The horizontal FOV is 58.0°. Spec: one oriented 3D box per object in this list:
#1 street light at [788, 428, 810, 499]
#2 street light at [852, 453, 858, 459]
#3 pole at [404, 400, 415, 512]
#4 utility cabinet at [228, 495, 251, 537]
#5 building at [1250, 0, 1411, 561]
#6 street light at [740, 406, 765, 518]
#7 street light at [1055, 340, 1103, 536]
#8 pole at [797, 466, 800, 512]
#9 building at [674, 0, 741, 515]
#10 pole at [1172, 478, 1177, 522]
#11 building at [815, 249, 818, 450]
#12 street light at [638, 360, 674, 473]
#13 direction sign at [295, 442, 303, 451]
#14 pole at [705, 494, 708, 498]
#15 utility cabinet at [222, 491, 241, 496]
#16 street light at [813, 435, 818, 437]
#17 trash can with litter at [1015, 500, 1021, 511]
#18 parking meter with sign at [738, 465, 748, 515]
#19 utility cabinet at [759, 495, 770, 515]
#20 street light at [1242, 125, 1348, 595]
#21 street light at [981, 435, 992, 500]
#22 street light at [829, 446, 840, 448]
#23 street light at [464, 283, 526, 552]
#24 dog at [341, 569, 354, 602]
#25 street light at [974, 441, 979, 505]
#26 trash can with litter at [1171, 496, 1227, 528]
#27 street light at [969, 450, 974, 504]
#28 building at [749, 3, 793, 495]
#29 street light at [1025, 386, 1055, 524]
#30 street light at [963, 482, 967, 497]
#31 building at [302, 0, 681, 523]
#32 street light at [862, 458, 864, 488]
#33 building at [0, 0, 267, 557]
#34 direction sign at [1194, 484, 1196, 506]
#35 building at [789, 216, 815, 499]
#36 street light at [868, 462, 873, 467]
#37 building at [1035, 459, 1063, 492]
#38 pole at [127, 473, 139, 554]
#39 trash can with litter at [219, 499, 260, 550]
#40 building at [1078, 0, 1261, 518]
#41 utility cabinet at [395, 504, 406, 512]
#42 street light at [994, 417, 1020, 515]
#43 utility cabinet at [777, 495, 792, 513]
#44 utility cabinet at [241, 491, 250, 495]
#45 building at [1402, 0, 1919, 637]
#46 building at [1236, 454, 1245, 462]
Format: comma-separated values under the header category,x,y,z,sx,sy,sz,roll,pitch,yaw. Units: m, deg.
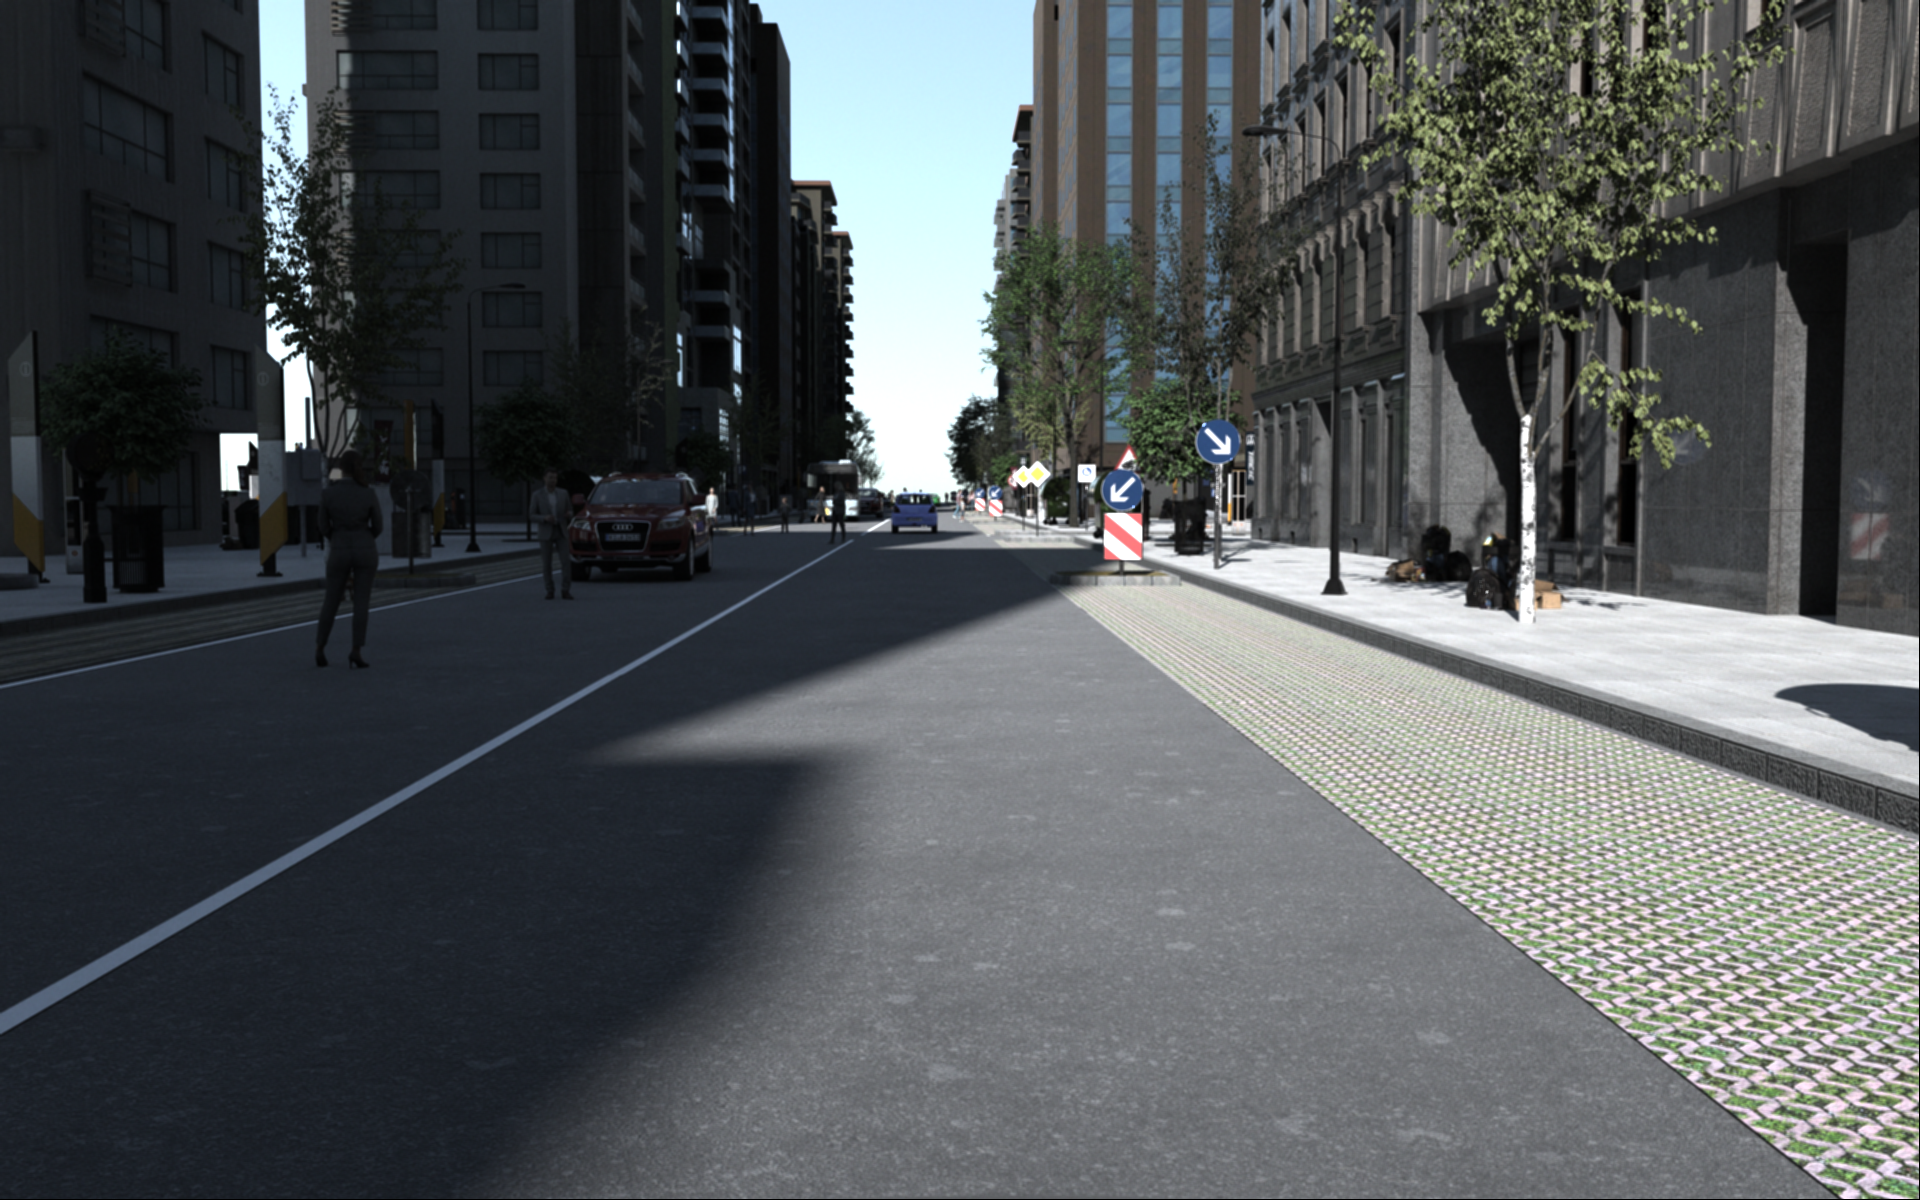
category,x,y,z,sx,sy,sz,roll,pitch,yaw
street light,-11.538,-9.140,121.984,1.470,5.913,1.316,0,4,-1
street light,-12.718,-13.791,198.016,1.470,5.913,1.316,0,4,-1
pole,-11.960,-2.679,37.647,0.158,3.312,0.155,0,3,0
utility cabinet,-21.420,-2.470,51.540,0.306,1.237,1.020,-3,5,-42
building,13.098,-11.661,39.816,9.793,20.994,18.267,0,4,-1
street light,-11.023,-7.288,91.706,1.470,5.913,1.316,0,4,-1
street light,3.735,-4.884,52.395,1.470,5.913,1.316,0,4,-1
pole,-11.808,-8.123,126.659,0.158,3.312,0.155,0,3,0
building,-26.006,-49.226,117.523,22.319,86.520,31.000,0,4,-1
pole,9.990,-5.298,80.462,0.158,3.312,0.155,0,3,0
building,-23.335,-25.738,192.517,14.160,30.474,14.107,0,4,-1
street light,-10.605,-5.361,60.189,1.470,5.913,1.316,0,4,-1
direction sign,-28.998,-5.142,76.065,0.379,3.537,0.876,-3,5,-41
pole,-14.940,-6.618,102.047,0.158,3.312,0.155,0,3,0
utility cabinet,-47.668,-6.365,112.742,0.318,1.500,1.173,3,5,44
street light,-11.849,-10.034,136.599,1.470,5.913,1.316,0,4,-1
trash can with litter,4.615,-7.373,131.930,0.624,1.170,1.055,-3,4,-37
parking meter with sign,-12.999,-6.597,104.127,0.543,3.016,1.738,-1,4,-13
utility cabinet,-12.247,-5.946,108.372,0.306,1.237,1.020,-2,4,-32
street light,4.252,-3.025,21.993,1.470,5.913,1.316,0,4,-1
street light,2.496,-9.969,135.531,1.470,5.913,1.316,0,4,-1
street light,-12.270,-11.901,167.114,1.470,5.913,1.316,0,4,-1
street light,-10.241,-4.015,38.181,1.470,5.913,1.316,0,4,-1
dog,-8.165,-0.232,23.075,0.540,0.507,0.406,2,4,25
street light,2.206,-10.923,151.129,1.470,5.913,1.316,0,4,-1
trash can with litter,8.973,-3.357,65.939,1.678,1.210,2.233,-2,4,-34
street light,1.820,-12.775,181.409,1.470,5.913,1.316,0,4,-1
building,-23.342,-31.368,162.979,14.600,45.320,14.200,0,4,-1
street light,3.471,-6.176,73.511,1.470,5.913,1.316,0,4,-1
street light,1.382,-14.627,211.687,1.470,5.913,1.316,0,4,-1
building,-21.194,-24.291,80.751,14.154,41.232,14.086,0,4,-1
street light,-12.985,-15.175,220.652,1.470,5.913,1.316,0,4,-1
building,-25.171,-21.841,40.700,14.086,41.232,14.154,0,4,-1
direction sign,8.500,-4.317,62.586,0.379,3.537,0.876,-1,4,-13
building,-22.815,-24.877,178.442,14.160,30.474,14.107,0,4,-1
street light,-13.463,-17.076,251.738,1.470,5.913,1.316,0,4,-1
building,16.175,-41.782,121.387,20.563,71.187,20.611,0,4,-1
pole,-17.794,-2.655,37.245,0.158,3.312,0.155,0,3,0
trash can with litter,-16.481,-1.740,39.831,0.624,1.170,1.055,1,4,19
building,12.872,-27.318,96.766,14.600,45.320,14.200,0,4,-1
utility cabinet,-22.652,-3.587,69.808,1.020,1.237,0.306,0,4,3
street light,2.975,-8.095,104.901,1.470,5.913,1.316,0,4,-1
utility cabinet,-12.055,-6.612,119.273,1.020,1.237,0.306,-2,4,-30
utility cabinet,-47.660,-6.512,115.153,0.318,1.500,1.173,1,4,20
building,14.122,-12.393,20.650,12.078,24.808,19.932,0,4,-1
building,26.689,-25.553,72.409,28.867,44.769,22.147,0,4,-1
